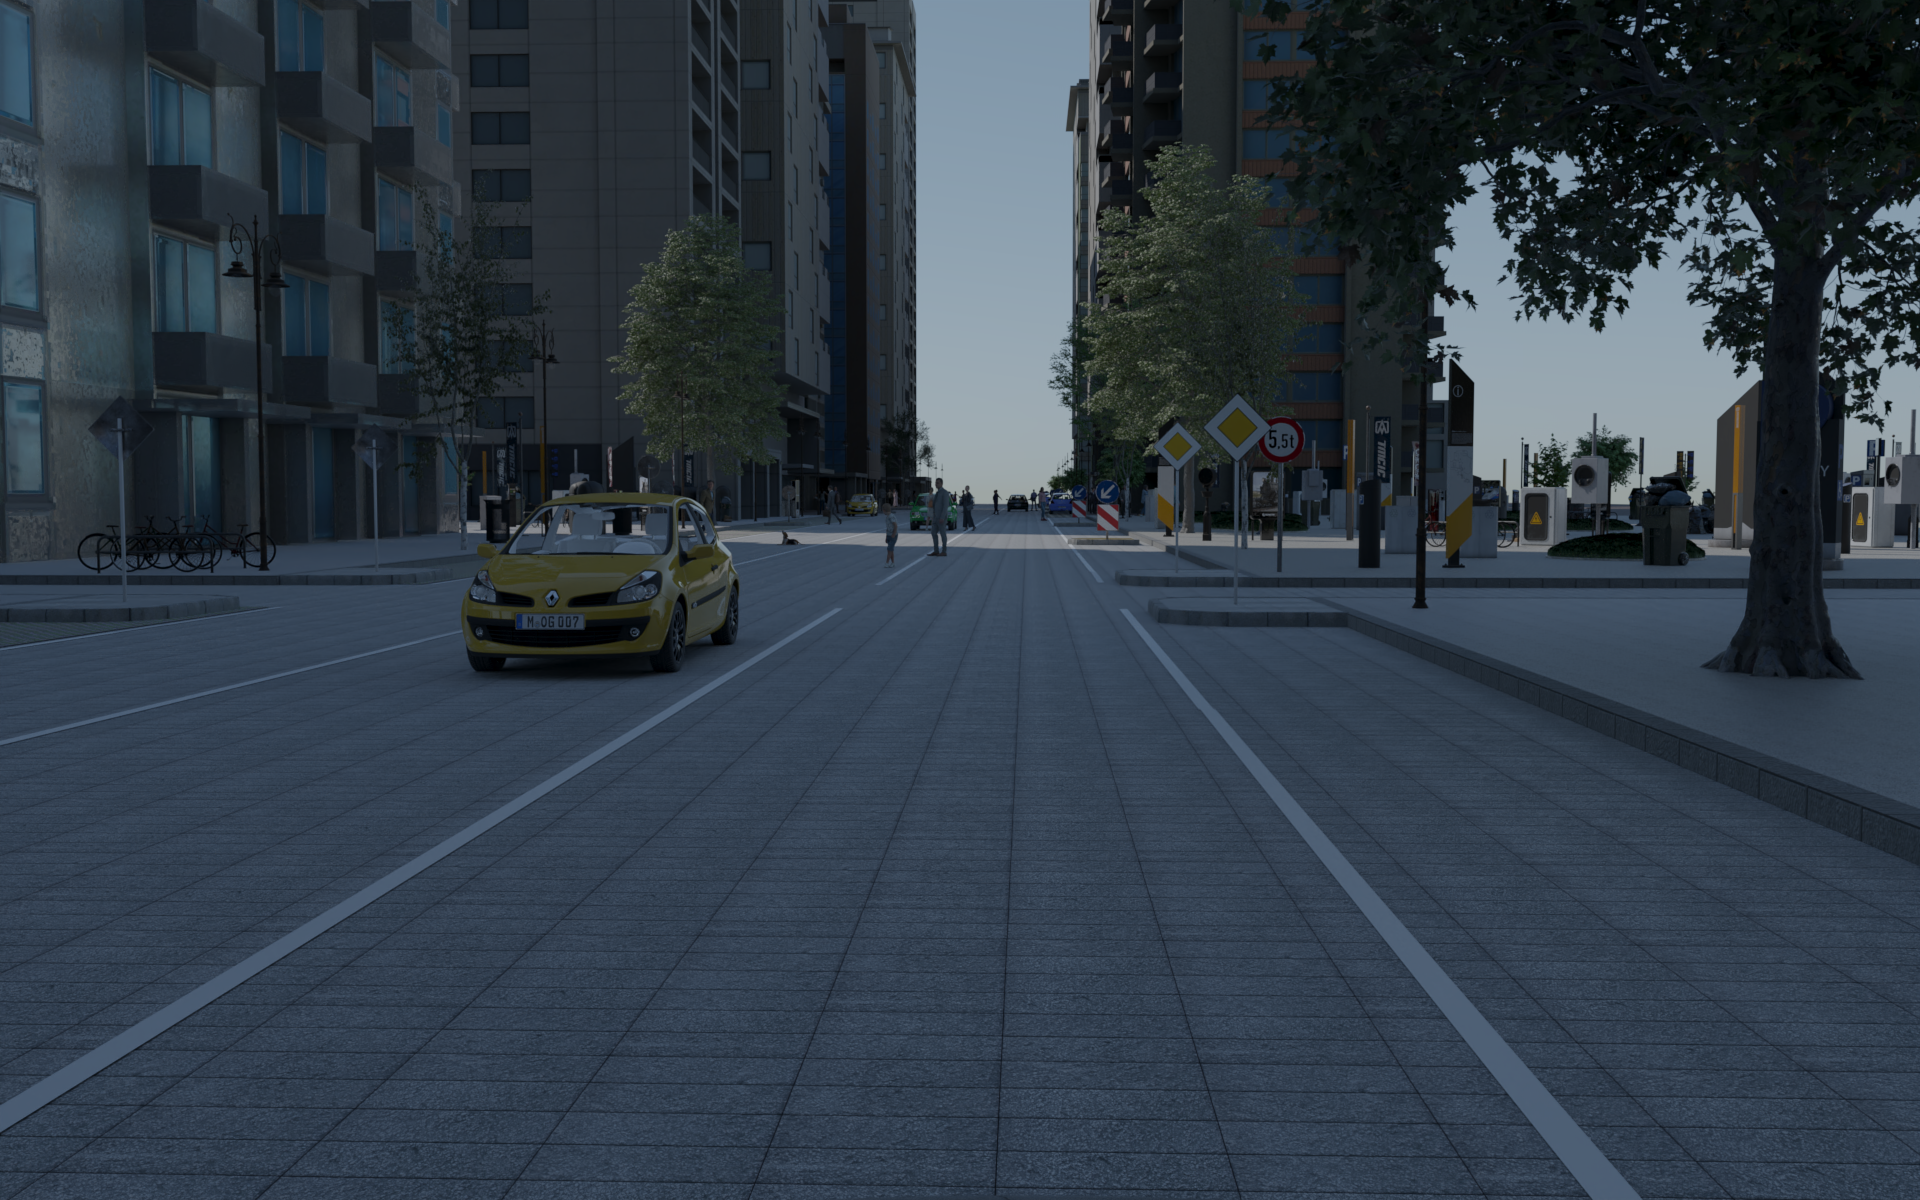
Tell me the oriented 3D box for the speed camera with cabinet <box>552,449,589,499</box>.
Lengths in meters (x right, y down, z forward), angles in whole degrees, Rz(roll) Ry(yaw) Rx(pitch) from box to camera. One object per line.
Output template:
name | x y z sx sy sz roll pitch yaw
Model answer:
speed camera with cabinet | -17.053 -4.989 75.909 0.660 3.252 2.038 1 4 21

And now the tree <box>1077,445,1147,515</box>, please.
tree | 9.836 -7.437 105.304 4.285 4.588 4.351 0 3 0

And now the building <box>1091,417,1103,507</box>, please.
building | 19.877 -24.387 170.427 14.160 30.474 14.107 0 4 2

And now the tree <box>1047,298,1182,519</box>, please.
tree | 8.274 -10.089 90.705 9.928 11.665 9.643 0 3 0

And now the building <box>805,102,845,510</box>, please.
building | -24.242 -27.646 143.889 32.217 40.220 23.993 0 4 2

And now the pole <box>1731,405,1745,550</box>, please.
pole | 17.898 -2.813 39.828 0.158 3.312 0.155 0 3 0

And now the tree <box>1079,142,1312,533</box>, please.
tree | 7.575 -8.482 56.811 7.486 12.596 7.792 0 3 0

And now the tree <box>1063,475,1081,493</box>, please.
tree | 11.355 -10.888 172.616 1.663 3.219 1.824 0 3 0

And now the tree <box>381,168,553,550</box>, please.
tree | -11.440 -5.469 39.775 4.360 8.622 3.978 0 3 0

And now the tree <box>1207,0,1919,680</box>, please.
tree | 5.950 -5.809 11.984 9.611 12.733 9.660 0 3 0

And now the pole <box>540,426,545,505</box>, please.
pole | -12.494 -3.554 51.943 0.158 3.312 0.155 0 3 0

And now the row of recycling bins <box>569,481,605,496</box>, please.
row of recycling bins | -12.104 -2.990 55.995 1.069 1.692 3.534 -1 4 -18

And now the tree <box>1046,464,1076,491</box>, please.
tree | 12.342 -12.383 186.181 4.285 4.588 4.351 0 3 0

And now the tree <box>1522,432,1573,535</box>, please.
tree | 18.442 -3.650 54.275 1.663 3.219 1.824 0 3 0

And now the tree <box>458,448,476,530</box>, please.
tree | -18.381 -4.169 62.764 1.663 3.219 1.824 0 3 0

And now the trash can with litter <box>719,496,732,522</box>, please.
trash can with litter | -10.647 -4.152 79.276 0.624 1.170 1.055 -2 4 -24

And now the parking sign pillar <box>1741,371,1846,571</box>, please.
parking sign pillar | 14.325 -2.512 29.545 1.447 3.967 1.447 3 4 39

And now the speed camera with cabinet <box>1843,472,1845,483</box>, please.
speed camera with cabinet | 35.972 -4.710 71.351 2.038 3.252 0.660 -2 4 -35

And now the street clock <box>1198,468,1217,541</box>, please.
street clock | 6.763 -2.617 47.355 0.471 2.002 0.358 3 4 36

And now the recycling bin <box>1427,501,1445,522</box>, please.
recycling bin | 18.721 -3.338 67.128 0.722 1.027 0.722 -2 4 -24

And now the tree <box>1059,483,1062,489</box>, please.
tree | 14.984 -15.741 251.962 1.663 3.219 1.824 0 3 0

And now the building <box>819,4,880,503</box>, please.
building | -15.042 -31.388 163.302 14.600 45.320 14.200 0 4 2

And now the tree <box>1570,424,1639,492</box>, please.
tree | 30.269 -5.985 81.566 4.285 4.588 4.351 0 3 0

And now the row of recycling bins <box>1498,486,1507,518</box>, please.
row of recycling bins | 24.480 -4.539 81.326 1.069 1.692 3.534 -1 4 -16

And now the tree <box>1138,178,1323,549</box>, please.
tree | 6.459 -5.475 39.880 4.360 8.622 3.978 0 3 0

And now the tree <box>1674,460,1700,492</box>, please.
tree | 40.428 -6.255 96.872 1.663 3.219 1.824 0 3 0

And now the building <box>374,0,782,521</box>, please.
building | -20.451 -39.970 91.763 20.563 71.187 20.611 0 4 2

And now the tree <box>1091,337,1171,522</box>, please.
tree | 7.854 -7.986 80.934 4.737 8.622 4.395 0 3 0

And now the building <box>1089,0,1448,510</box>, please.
building | 24.913 -34.222 148.772 28.713 52.752 27.495 0 4 2

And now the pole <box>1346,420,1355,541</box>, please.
pole | 10.765 -3.295 47.714 0.158 3.312 0.155 0 3 0

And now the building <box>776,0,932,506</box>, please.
building | -14.553 -49.622 249.572 20.563 71.187 20.611 0 4 2

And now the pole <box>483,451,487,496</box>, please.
pole | -22.644 -5.426 82.561 0.158 3.312 0.155 0 3 0

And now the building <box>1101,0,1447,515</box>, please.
building | 21.246 -28.525 121.009 22.147 44.769 28.867 0 4 2

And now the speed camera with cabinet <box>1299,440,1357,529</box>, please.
speed camera with cabinet | 13.720 -4.266 64.079 2.038 3.252 0.660 0 4 0

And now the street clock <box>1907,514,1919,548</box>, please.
street clock | 22.694 -2.240 41.200 0.358 2.002 0.471 0 4 -1

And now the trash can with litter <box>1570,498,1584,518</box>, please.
trash can with litter | 24.179 -3.547 69.058 2.233 1.210 1.678 1 4 10

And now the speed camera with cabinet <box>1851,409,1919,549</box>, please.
speed camera with cabinet | 21.998 -2.862 41.132 0.660 3.252 2.038 0 4 -4

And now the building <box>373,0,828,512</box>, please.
building | -23.444 -32.304 117.401 28.713 52.752 27.495 0 4 2

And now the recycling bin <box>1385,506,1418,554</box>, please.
recycling bin | 9.551 -1.518 37.381 0.722 1.027 0.722 1 4 15

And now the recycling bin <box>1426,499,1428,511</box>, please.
recycling bin | 23.033 -4.418 84.788 0.722 1.027 0.722 1 4 14

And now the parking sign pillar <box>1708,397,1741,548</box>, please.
parking sign pillar | 18.810 -3.251 41.631 1.447 3.967 1.447 -1 4 -20

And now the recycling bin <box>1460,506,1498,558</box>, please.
recycling bin | 10.438 -1.373 35.008 0.722 1.027 0.722 0 4 7

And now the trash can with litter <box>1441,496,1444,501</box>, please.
trash can with litter | 28.144 -5.550 102.122 0.624 1.170 1.055 0 4 -1

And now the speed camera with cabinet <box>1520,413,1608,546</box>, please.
speed camera with cabinet | 14.880 -2.958 42.699 0.660 3.252 2.038 -3 5 -42

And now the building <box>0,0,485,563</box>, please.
building | -26.715 -25.939 43.705 23.786 49.044 30.456 0 4 2

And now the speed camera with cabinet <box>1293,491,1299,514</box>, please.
speed camera with cabinet | 20.719 -6.614 102.481 2.038 3.252 0.660 -2 4 -23

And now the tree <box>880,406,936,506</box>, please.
tree | -5.646 -15.102 181.324 7.601 10.594 8.767 -3 5 -42

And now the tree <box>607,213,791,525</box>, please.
tree | -10.579 -9.325 70.591 7.486 12.596 7.792 0 3 0

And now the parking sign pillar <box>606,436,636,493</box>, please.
parking sign pillar | -15.799 -5.644 80.753 1.447 3.967 1.447 0 4 6

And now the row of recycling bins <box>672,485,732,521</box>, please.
row of recycling bins | -12.340 -4.575 81.910 3.534 1.692 1.069 2 4 27
